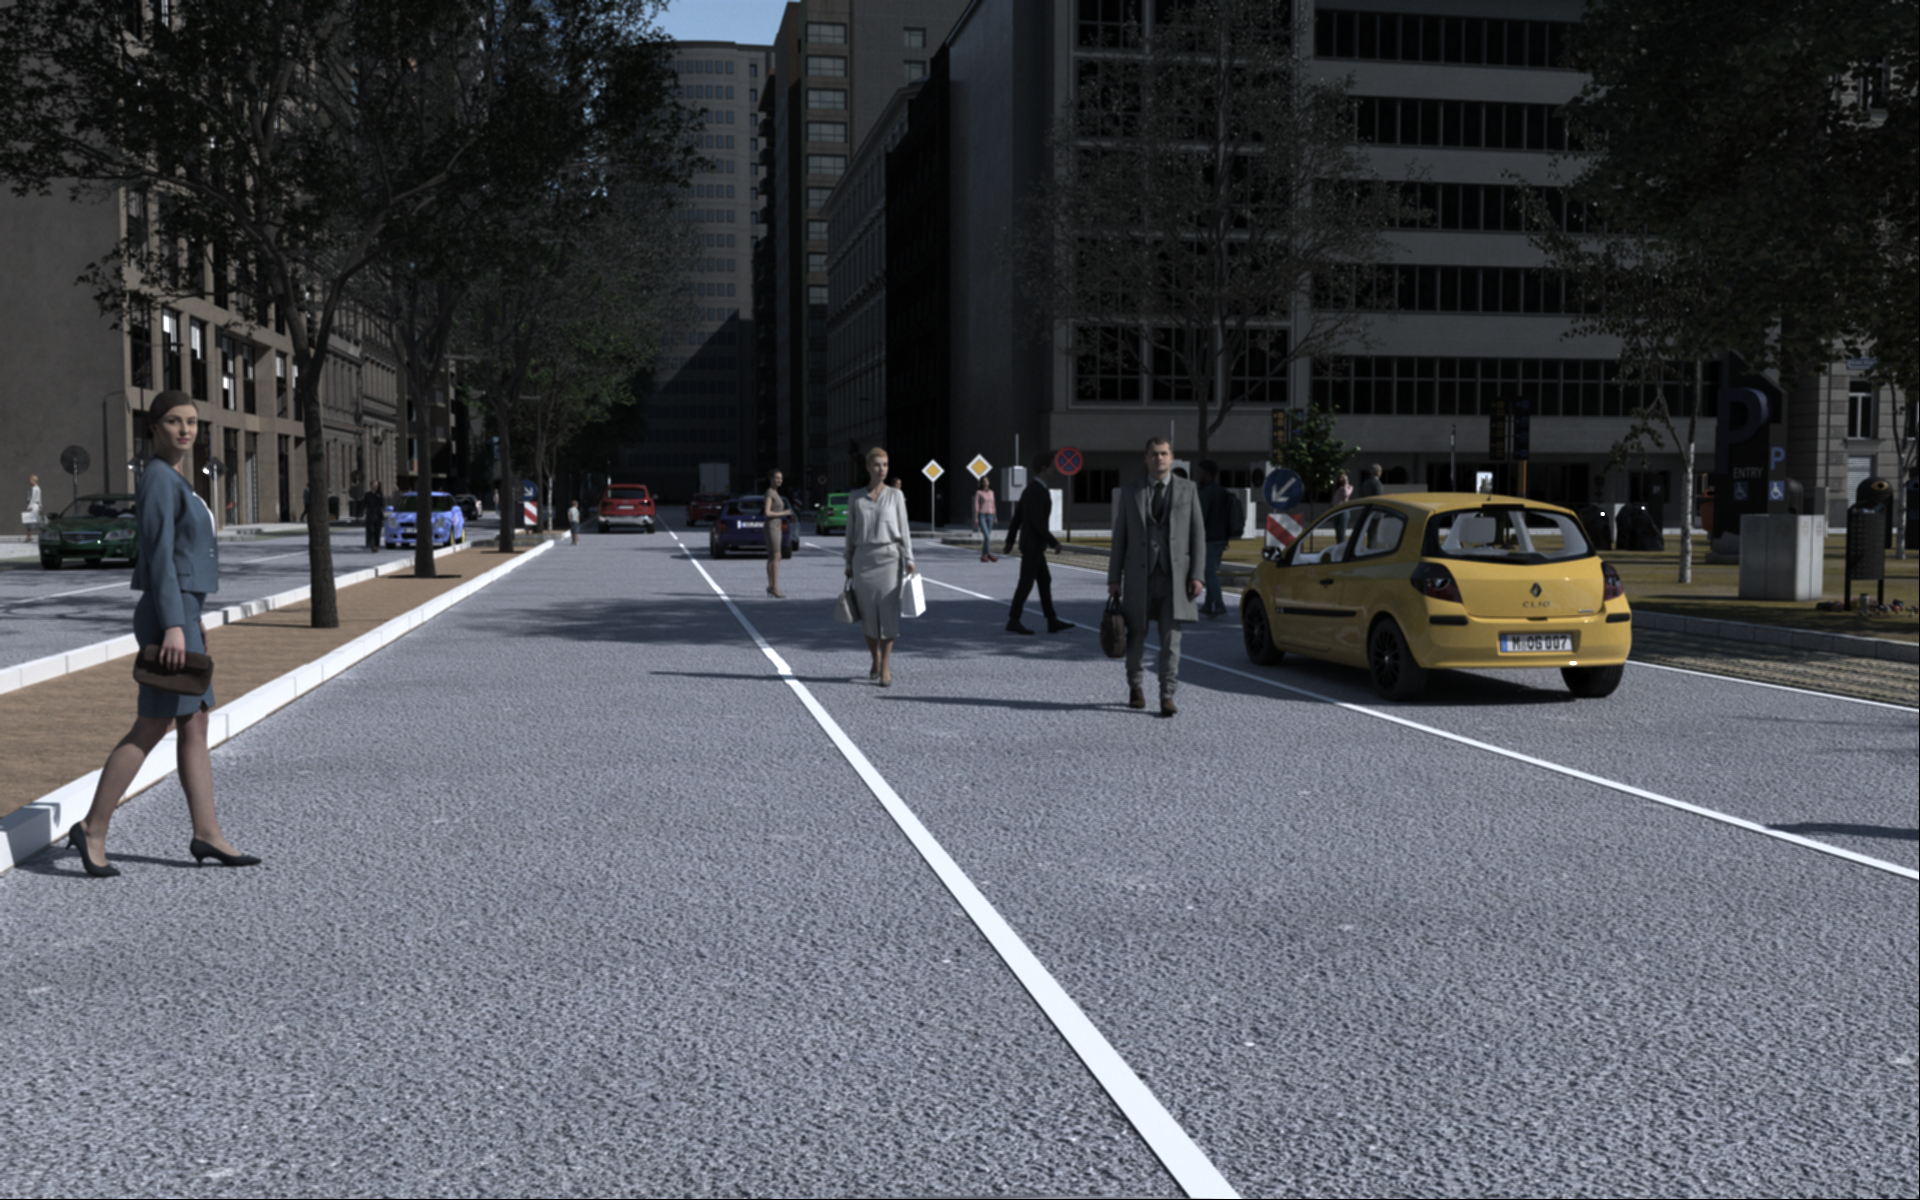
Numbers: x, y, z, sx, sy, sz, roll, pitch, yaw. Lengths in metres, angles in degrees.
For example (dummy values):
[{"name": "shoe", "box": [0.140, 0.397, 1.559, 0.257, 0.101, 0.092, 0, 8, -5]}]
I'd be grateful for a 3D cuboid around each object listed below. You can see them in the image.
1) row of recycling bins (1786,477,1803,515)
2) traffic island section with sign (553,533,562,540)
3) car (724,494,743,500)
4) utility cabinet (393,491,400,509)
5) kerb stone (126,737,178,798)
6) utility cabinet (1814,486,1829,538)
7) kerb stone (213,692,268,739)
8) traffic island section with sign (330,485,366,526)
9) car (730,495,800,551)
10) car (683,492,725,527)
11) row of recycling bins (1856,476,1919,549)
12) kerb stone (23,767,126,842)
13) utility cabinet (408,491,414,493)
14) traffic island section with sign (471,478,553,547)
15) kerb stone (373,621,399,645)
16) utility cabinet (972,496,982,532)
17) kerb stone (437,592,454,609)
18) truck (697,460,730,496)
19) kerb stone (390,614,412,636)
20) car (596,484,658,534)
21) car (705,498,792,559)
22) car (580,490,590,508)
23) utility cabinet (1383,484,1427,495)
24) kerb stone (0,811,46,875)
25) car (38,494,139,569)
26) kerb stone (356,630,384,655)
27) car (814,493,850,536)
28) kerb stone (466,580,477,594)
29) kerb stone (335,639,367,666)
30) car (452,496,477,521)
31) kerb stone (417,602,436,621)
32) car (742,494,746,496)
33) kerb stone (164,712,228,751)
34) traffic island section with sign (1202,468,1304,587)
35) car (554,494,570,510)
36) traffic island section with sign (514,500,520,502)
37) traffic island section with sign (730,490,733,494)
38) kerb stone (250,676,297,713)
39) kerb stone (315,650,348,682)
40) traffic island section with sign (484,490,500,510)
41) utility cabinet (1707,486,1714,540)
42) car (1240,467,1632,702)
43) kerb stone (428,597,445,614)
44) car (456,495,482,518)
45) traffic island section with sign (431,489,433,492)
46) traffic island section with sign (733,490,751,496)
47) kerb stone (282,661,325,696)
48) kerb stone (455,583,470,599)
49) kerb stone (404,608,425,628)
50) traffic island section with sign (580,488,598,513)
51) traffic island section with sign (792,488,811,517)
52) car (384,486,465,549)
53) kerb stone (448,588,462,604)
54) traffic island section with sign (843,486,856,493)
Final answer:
[{"name": "row of recycling bins", "box": [20.639, -2.249, 43.877, 1.069, 1.692, 3.534, 1, 4, 16]}, {"name": "traffic island section with sign", "box": [-13.682, -2.862, 54.927, 2.006, 1.907, 1.989, -1, 4, -10]}, {"name": "car", "box": [-14.884, -6.353, 113.650, 2.009, 1.686, 4.222, -1, 4, -12]}, {"name": "utility cabinet", "box": [-36.952, -6.416, 113.579, 0.318, 1.500, 1.173, -2, 4, -25]}, {"name": "kerb stone", "box": [-4.050, 0.838, 8.572, 0.120, 0.150, 1.000, -1, 4, -10]}, {"name": "utility cabinet", "box": [24.830, -2.521, 49.895, 0.318, 1.500, 1.173, 2, 4, 31]}, {"name": "kerb stone", "box": [-4.415, 0.710, 10.587, 0.120, 0.150, 1.000, -1, 4, -10]}, {"name": "traffic island section with sign", "box": [-27.244, -4.252, 78.154, 1.989, 1.847, 2.006, -1, 4, -10]}, {"name": "car", "box": [-5.131, -2.008, 44.836, 2.014, 1.417, 4.499, -1, 4, -9]}, {"name": "car", "box": [-11.293, -4.190, 77.539, 2.155, 1.783, 4.494, -1, 4, -12]}, {"name": "row of recycling bins", "box": [22.741, -2.028, 40.273, 3.534, 1.692, 1.069, 3, 5, 41]}, {"name": "kerb stone", "box": [-3.868, 0.895, 7.566, 0.120, 0.150, 1.000, -1, 4, -10]}, {"name": "utility cabinet", "box": [-35.510, -6.326, 112.110, 0.318, 1.500, 1.173, -1, 4, -19]}, {"name": "traffic island section with sign", "box": [-12.345, -2.416, 47.641, 2.006, 1.907, 1.989, -1, 4, -10]}, {"name": "kerb stone", "box": [-5.539, 0.341, 16.628, 0.120, 0.150, 1.000, -1, 4, -10]}, {"name": "utility cabinet", "box": [0.563, -2.898, 58.544, 0.306, 1.237, 1.020, 0, 4, -3]}, {"name": "kerb stone", "box": [-6.478, 0.033, 21.662, 0.120, 0.150, 1.000, -1, 4, -10]}, {"name": "truck", "box": [-21.175, -9.805, 149.219, 2.839, 4.237, 11.283, -1, 4, -9]}, {"name": "kerb stone", "box": [-5.735, 0.279, 17.634, 0.120, 0.150, 1.000, -1, 4, -10]}, {"name": "car", "box": [-12.342, -3.399, 64.244, 2.281, 1.827, 5.304, -1, 4, -10]}, {"name": "car", "box": [-4.809, -1.648, 39.520, 1.945, 1.354, 3.894, -1, 4, -10]}, {"name": "car", "box": [-39.454, -10.455, 179.612, 2.281, 1.827, 5.304, -1, 4, -11]}, {"name": "utility cabinet", "box": [10.200, -1.922, 40.111, 1.173, 1.500, 0.318, 1, 4, 12]}, {"name": "kerb stone", "box": [-3.677, 0.956, 6.562, 0.120, 0.150, 1.000, -1, 4, -10]}, {"name": "car", "box": [-16.999, -1.408, 34.824, 2.131, 1.459, 4.920, -1, 4, -12]}, {"name": "kerb stone", "box": [-5.356, 0.407, 15.623, 0.120, 0.150, 1.000, -1, 4, -10]}, {"name": "car", "box": [-4.061, -3.166, 60.559, 1.959, 1.807, 4.718, -1, 4, -9]}, {"name": "kerb stone", "box": [-7.028, -0.152, 24.687, 0.120, 0.150, 1.000, -1, 4, -10]}, {"name": "kerb stone", "box": [-5.170, 0.470, 14.614, 0.120, 0.150, 1.000, -1, 4, -10]}, {"name": "car", "box": [-27.471, -5.032, 94.849, 1.945, 1.354, 3.894, -1, 4, -10]}, {"name": "kerb stone", "box": [-6.094, 0.156, 19.652, 0.120, 0.150, 1.000, -1, 4, -10]}, {"name": "car", "box": [-20.642, -9.440, 163.136, 1.959, 1.807, 4.718, -1, 4, -11]}, {"name": "kerb stone", "box": [-4.241, 0.772, 9.576, 0.120, 0.150, 1.000, -1, 4, -10]}, {"name": "traffic island section with sign", "box": [4.731, -1.147, 27.388, 1.989, 1.847, 2.006, -1, 4, -10]}, {"name": "car", "box": [-31.632, -7.982, 139.309, 1.959, 1.807, 4.718, -1, 4, -11]}, {"name": "traffic island section with sign", "box": [-46.385, -10.587, 181.727, 1.989, 1.847, 2.006, -1, 4, -10]}, {"name": "traffic island section with sign", "box": [-24.338, -10.766, 184.650, 1.989, 1.847, 2.006, -1, 4, -10]}, {"name": "kerb stone", "box": [-4.613, 0.650, 11.589, 0.120, 0.150, 1.000, -1, 4, -10]}, {"name": "kerb stone", "box": [-4.976, 0.535, 13.611, 0.120, 0.150, 1.000, -1, 4, -10]}, {"name": "traffic island section with sign", "box": [-41.343, -8.917, 154.428, 1.989, 1.847, 2.006, -1, 4, -10]}, {"name": "utility cabinet", "box": [20.891, -2.360, 47.267, 0.318, 1.500, 1.173, -1, 4, -9]}, {"name": "car", "box": [3.508, -0.201, 13.505, 2.015, 1.641, 3.980, -1, 4, -11]}, {"name": "kerb stone", "box": [-6.288, 0.094, 20.656, 0.120, 0.150, 1.000, -1, 4, -10]}, {"name": "car", "box": [-30.126, -5.685, 105.308, 2.083, 1.381, 4.827, -1, 4, -11]}, {"name": "traffic island section with sign", "box": [-32.169, -5.882, 104.791, 1.989, 1.847, 2.006, -1, 4, -10]}, {"name": "traffic island section with sign", "box": [-19.417, -9.141, 158.084, 1.989, 1.847, 2.006, -1, 4, -10]}, {"name": "kerb stone", "box": [-4.798, 0.588, 12.604, 0.120, 0.150, 1.000, -1, 4, -10]}, {"name": "kerb stone", "box": [-6.848, -0.091, 23.679, 0.120, 0.150, 1.000, -1, 4, -10]}, {"name": "kerb stone", "box": [-5.915, 0.217, 18.640, 0.120, 0.150, 1.000, -1, 4, -10]}, {"name": "traffic island section with sign", "box": [-27.346, -7.381, 128.817, 2.006, 1.907, 1.989, -1, 4, -10]}, {"name": "traffic island section with sign", "box": [-10.500, -6.190, 109.828, 1.989, 1.847, 2.006, -1, 4, -10]}, {"name": "car", "box": [-14.264, -2.239, 46.202, 1.945, 1.707, 3.694, -1, 4, -9]}, {"name": "kerb stone", "box": [-6.662, -0.027, 22.674, 0.120, 0.150, 1.000, -1, 4, -10]}, {"name": "traffic island section with sign", "box": [-5.439, -4.512, 82.391, 1.989, 1.847, 2.006, -1, 4, -10]}]
